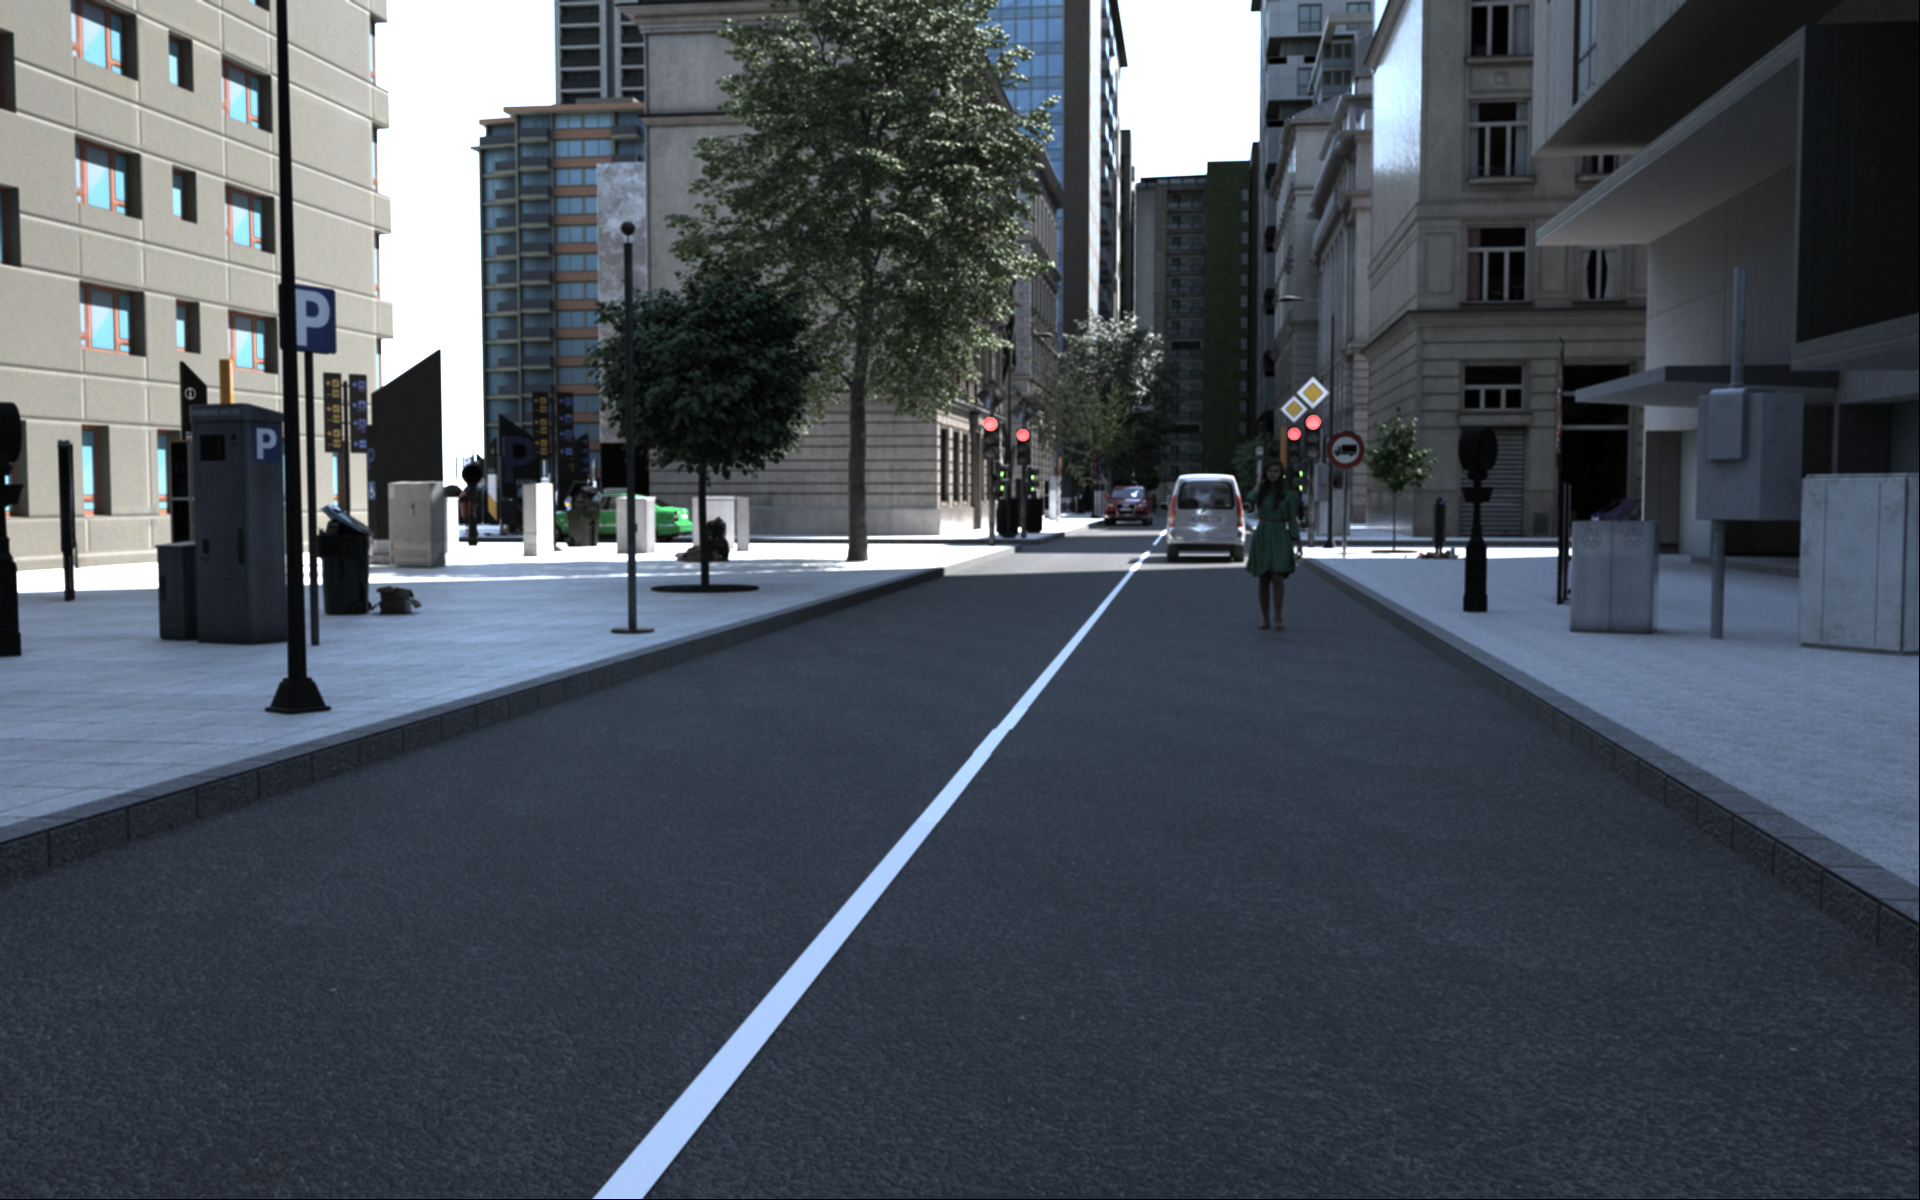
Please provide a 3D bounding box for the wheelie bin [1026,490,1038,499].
[{"bbox_3d":[3.047,-4.131,75.451,0.693,1.594,0.980,-1,4,-15],"label":"wheelie bin"}]

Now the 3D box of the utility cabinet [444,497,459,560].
[{"bbox_3d":[-10.118,-1.401,34.064,0.306,1.237,1.020,0,4,-4],"label":"utility cabinet"}]

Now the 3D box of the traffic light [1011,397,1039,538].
[{"bbox_3d":[1.874,-3.755,50.315,0.839,4.253,0.868,0,4,8],"label":"traffic light"}]

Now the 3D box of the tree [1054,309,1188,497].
[{"bbox_3d":[10.620,-13.034,119.763,9.857,13.997,8.962,0,3,0],"label":"tree"}]

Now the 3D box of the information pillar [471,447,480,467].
[{"bbox_3d":[-24.343,-5.826,86.615,0.183,3.616,0.504,-2,4,-30],"label":"information pillar"}]

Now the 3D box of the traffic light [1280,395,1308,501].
[{"bbox_3d":[9.468,-3.693,49.302,0.839,4.253,0.868,0,4,8],"label":"traffic light"}]

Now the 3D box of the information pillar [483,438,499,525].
[{"bbox_3d":[-19.437,-4.934,72.027,0.504,3.616,0.183,2,4,32],"label":"information pillar"}]

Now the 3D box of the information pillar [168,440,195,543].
[{"bbox_3d":[-10.529,-1.167,23.576,0.304,2.012,0.304,0,4,4],"label":"information pillar"}]

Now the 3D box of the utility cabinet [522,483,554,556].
[{"bbox_3d":[-8.778,-1.671,35.994,0.318,1.500,1.173,0,4,3],"label":"utility cabinet"}]

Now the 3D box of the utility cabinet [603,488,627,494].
[{"bbox_3d":[-12.229,-3.264,62.047,1.173,1.500,0.318,2,4,27],"label":"utility cabinet"}]

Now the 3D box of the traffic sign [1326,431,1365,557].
[{"bbox_3d":[7.794,-2.137,35.052,0.768,2.556,0.104,1,4,13],"label":"traffic sign"}]

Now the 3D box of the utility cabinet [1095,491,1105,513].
[{"bbox_3d":[9.442,-6.581,116.283,0.318,1.500,1.173,-1,4,-22],"label":"utility cabinet"}]

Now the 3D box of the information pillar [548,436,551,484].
[{"bbox_3d":[-16.435,-4.768,69.307,0.183,3.616,0.504,-1,4,-14],"label":"information pillar"}]

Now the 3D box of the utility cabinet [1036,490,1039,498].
[{"bbox_3d":[3.579,-4.941,89.466,0.318,1.500,1.173,3,5,40],"label":"utility cabinet"}]

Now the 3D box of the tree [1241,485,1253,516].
[{"bbox_3d":[17.181,-6.548,101.666,1.663,3.219,1.824,0,3,0],"label":"tree"}]

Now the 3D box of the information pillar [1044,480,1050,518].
[{"bbox_3d":[4.645,-5.319,91.459,0.304,2.012,0.304,2,4,30],"label":"information pillar"}]

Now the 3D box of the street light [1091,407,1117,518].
[{"bbox_3d":[7.678,-7.332,92.411,1.470,5.913,1.316,0,4,8],"label":"street light"}]

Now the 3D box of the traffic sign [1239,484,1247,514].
[{"bbox_3d":[18.144,-6.716,109.816,0.884,2.594,0.081,1,4,14],"label":"traffic sign"}]

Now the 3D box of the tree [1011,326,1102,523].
[{"bbox_3d":[4.255,-7.631,75.132,4.360,8.622,3.978,0,3,0],"label":"tree"}]

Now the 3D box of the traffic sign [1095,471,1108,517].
[{"bbox_3d":[7.692,-5.797,94.778,0.884,2.594,0.081,1,4,11],"label":"traffic sign"}]

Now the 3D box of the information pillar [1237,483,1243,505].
[{"bbox_3d":[18.865,-6.862,116.691,0.304,2.012,0.304,3,5,41],"label":"information pillar"}]

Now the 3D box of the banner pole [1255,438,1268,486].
[{"bbox_3d":[13.389,-5.302,76.711,0.863,3.779,0.401,-2,4,-25],"label":"banner pole"}]

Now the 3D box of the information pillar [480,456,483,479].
[{"bbox_3d":[-26.727,-6.428,96.458,0.504,3.616,0.183,1,4,18],"label":"information pillar"}]

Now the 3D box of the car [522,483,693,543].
[{"bbox_3d":[-9.886,-2.427,48.480,4.718,1.807,1.959,0,4,7],"label":"car"}]

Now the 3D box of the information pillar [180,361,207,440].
[{"bbox_3d":[-13.610,-2.413,30.808,0.183,3.616,0.504,2,4,31],"label":"information pillar"}]

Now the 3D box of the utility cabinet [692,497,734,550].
[{"bbox_3d":[-5.654,-1.746,39.714,0.306,1.237,1.020,3,5,44],"label":"utility cabinet"}]

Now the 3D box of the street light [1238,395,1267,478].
[{"bbox_3d":[13.823,-6.662,81.457,1.470,5.913,1.316,0,4,8],"label":"street light"}]

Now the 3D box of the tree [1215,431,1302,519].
[{"bbox_3d":[16.248,-6.742,93.940,4.285,4.588,4.351,0,3,0],"label":"tree"}]

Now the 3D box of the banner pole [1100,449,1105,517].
[{"bbox_3d":[7.916,-6.504,96.353,0.401,3.779,0.863,1,4,21],"label":"banner pole"}]

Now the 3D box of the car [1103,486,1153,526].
[{"bbox_3d":[7.818,-4.363,80.012,2.281,1.827,5.304,1,4,9],"label":"car"}]

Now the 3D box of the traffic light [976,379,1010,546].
[{"bbox_3d":[0.798,-3.271,42.402,0.839,4.253,0.868,0,4,8],"label":"traffic light"}]

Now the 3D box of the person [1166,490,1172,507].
[{"bbox_3d":[14.049,-6.533,116.311,0.522,1.701,0.512,-3,5,-45],"label":"person"}]

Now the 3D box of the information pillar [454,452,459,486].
[{"bbox_3d":[-28.401,-6.507,97.749,0.183,3.616,0.504,-2,4,-33],"label":"information pillar"}]

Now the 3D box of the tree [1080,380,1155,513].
[{"bbox_3d":[9.442,-9.839,111.237,4.737,8.622,4.395,0,3,0],"label":"tree"}]

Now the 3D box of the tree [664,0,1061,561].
[{"bbox_3d":[-1.570,-7.007,32.694,7.486,12.596,7.792,0,3,0],"label":"tree"}]

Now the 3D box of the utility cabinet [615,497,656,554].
[{"bbox_3d":[-7.030,-1.612,37.519,1.020,1.237,0.306,3,5,41],"label":"utility cabinet"}]

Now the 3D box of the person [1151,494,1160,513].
[{"bbox_3d":[14.614,-7.235,130.045,0.557,1.426,1.065,-2,4,-34],"label":"person"}]

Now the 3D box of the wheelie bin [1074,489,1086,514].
[{"bbox_3d":[7.891,-6.472,113.733,0.693,1.594,0.980,-1,4,-18],"label":"wheelie bin"}]

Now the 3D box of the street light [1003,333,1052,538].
[{"bbox_3d":[1.969,-4.749,50.192,1.470,5.913,1.316,0,4,8],"label":"street light"}]

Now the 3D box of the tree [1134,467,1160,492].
[{"bbox_3d":[20.724,-12.748,192.141,4.285,4.588,4.351,0,3,0],"label":"tree"}]

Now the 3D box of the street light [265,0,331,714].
[{"bbox_3d":[-3.387,-2.291,10.003,1.470,5.913,1.316,0,4,8],"label":"street light"}]

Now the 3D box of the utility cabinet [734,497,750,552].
[{"bbox_3d":[-4.888,-1.704,39.029,0.306,1.237,1.020,0,4,-7],"label":"utility cabinet"}]

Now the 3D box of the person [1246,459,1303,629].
[{"bbox_3d":[3.311,-0.584,18.297,0.600,1.795,0.529,0,4,5],"label":"person"}]

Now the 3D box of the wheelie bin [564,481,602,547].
[{"bbox_3d":[-9.163,-2.102,42.275,0.693,1.594,0.980,2,4,35],"label":"wheelie bin"}]

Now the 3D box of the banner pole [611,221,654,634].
[{"bbox_3d":[-3.087,-1.603,16.227,0.401,3.779,0.863,-1,4,-10],"label":"banner pole"}]

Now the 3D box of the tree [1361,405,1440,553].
[{"bbox_3d":[9.638,-2.643,37.821,1.663,3.219,1.824,0,3,0],"label":"tree"}]

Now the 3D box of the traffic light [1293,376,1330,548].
[{"bbox_3d":[8.392,-3.209,41.389,0.839,4.253,0.868,0,4,8],"label":"traffic light"}]

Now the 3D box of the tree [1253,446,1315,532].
[{"bbox_3d":[11.299,-3.967,59.455,1.663,3.219,1.824,0,3,0],"label":"tree"}]

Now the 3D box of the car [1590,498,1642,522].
[{"bbox_3d":[18.117,-1.926,44.070,3.894,1.354,1.945,1,4,9],"label":"car"}]

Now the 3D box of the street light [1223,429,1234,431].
[{"bbox_3d":[19.456,-9.250,123.785,1.470,5.913,1.316,0,4,8],"label":"street light"}]

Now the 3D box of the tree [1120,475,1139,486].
[{"bbox_3d":[17.151,-10.842,171.874,1.663,3.219,1.824,0,3,0],"label":"tree"}]

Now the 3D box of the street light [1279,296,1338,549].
[{"bbox_3d":[8.206,-4.175,40.806,1.470,5.913,1.316,0,4,8],"label":"street light"}]

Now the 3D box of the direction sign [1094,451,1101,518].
[{"bbox_3d":[7.249,-6.077,91.353,0.379,3.537,0.876,-1,4,-20],"label":"direction sign"}]

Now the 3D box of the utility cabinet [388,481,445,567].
[{"bbox_3d":[-9.542,-1.327,30.368,1.173,1.500,0.318,2,4,35],"label":"utility cabinet"}]

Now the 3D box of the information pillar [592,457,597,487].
[{"bbox_3d":[-23.304,-7.281,110.406,0.183,3.616,0.504,-3,5,-40],"label":"information pillar"}]

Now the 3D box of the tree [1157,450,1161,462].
[{"bbox_3d":[19.117,-14.088,180.707,4.737,8.622,4.395,0,3,0],"label":"tree"}]

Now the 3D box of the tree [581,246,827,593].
[{"bbox_3d":[-3.368,-2.414,23.188,4.285,4.588,4.351,0,3,0],"label":"tree"}]

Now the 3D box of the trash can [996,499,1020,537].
[{"bbox_3d":[1.453,-2.476,52.138,0.748,1.137,0.748,0,3,0],"label":"trash can"}]

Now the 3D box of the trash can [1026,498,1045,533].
[{"bbox_3d":[2.442,-2.807,57.545,0.748,1.137,0.748,0,3,0],"label":"trash can"}]
